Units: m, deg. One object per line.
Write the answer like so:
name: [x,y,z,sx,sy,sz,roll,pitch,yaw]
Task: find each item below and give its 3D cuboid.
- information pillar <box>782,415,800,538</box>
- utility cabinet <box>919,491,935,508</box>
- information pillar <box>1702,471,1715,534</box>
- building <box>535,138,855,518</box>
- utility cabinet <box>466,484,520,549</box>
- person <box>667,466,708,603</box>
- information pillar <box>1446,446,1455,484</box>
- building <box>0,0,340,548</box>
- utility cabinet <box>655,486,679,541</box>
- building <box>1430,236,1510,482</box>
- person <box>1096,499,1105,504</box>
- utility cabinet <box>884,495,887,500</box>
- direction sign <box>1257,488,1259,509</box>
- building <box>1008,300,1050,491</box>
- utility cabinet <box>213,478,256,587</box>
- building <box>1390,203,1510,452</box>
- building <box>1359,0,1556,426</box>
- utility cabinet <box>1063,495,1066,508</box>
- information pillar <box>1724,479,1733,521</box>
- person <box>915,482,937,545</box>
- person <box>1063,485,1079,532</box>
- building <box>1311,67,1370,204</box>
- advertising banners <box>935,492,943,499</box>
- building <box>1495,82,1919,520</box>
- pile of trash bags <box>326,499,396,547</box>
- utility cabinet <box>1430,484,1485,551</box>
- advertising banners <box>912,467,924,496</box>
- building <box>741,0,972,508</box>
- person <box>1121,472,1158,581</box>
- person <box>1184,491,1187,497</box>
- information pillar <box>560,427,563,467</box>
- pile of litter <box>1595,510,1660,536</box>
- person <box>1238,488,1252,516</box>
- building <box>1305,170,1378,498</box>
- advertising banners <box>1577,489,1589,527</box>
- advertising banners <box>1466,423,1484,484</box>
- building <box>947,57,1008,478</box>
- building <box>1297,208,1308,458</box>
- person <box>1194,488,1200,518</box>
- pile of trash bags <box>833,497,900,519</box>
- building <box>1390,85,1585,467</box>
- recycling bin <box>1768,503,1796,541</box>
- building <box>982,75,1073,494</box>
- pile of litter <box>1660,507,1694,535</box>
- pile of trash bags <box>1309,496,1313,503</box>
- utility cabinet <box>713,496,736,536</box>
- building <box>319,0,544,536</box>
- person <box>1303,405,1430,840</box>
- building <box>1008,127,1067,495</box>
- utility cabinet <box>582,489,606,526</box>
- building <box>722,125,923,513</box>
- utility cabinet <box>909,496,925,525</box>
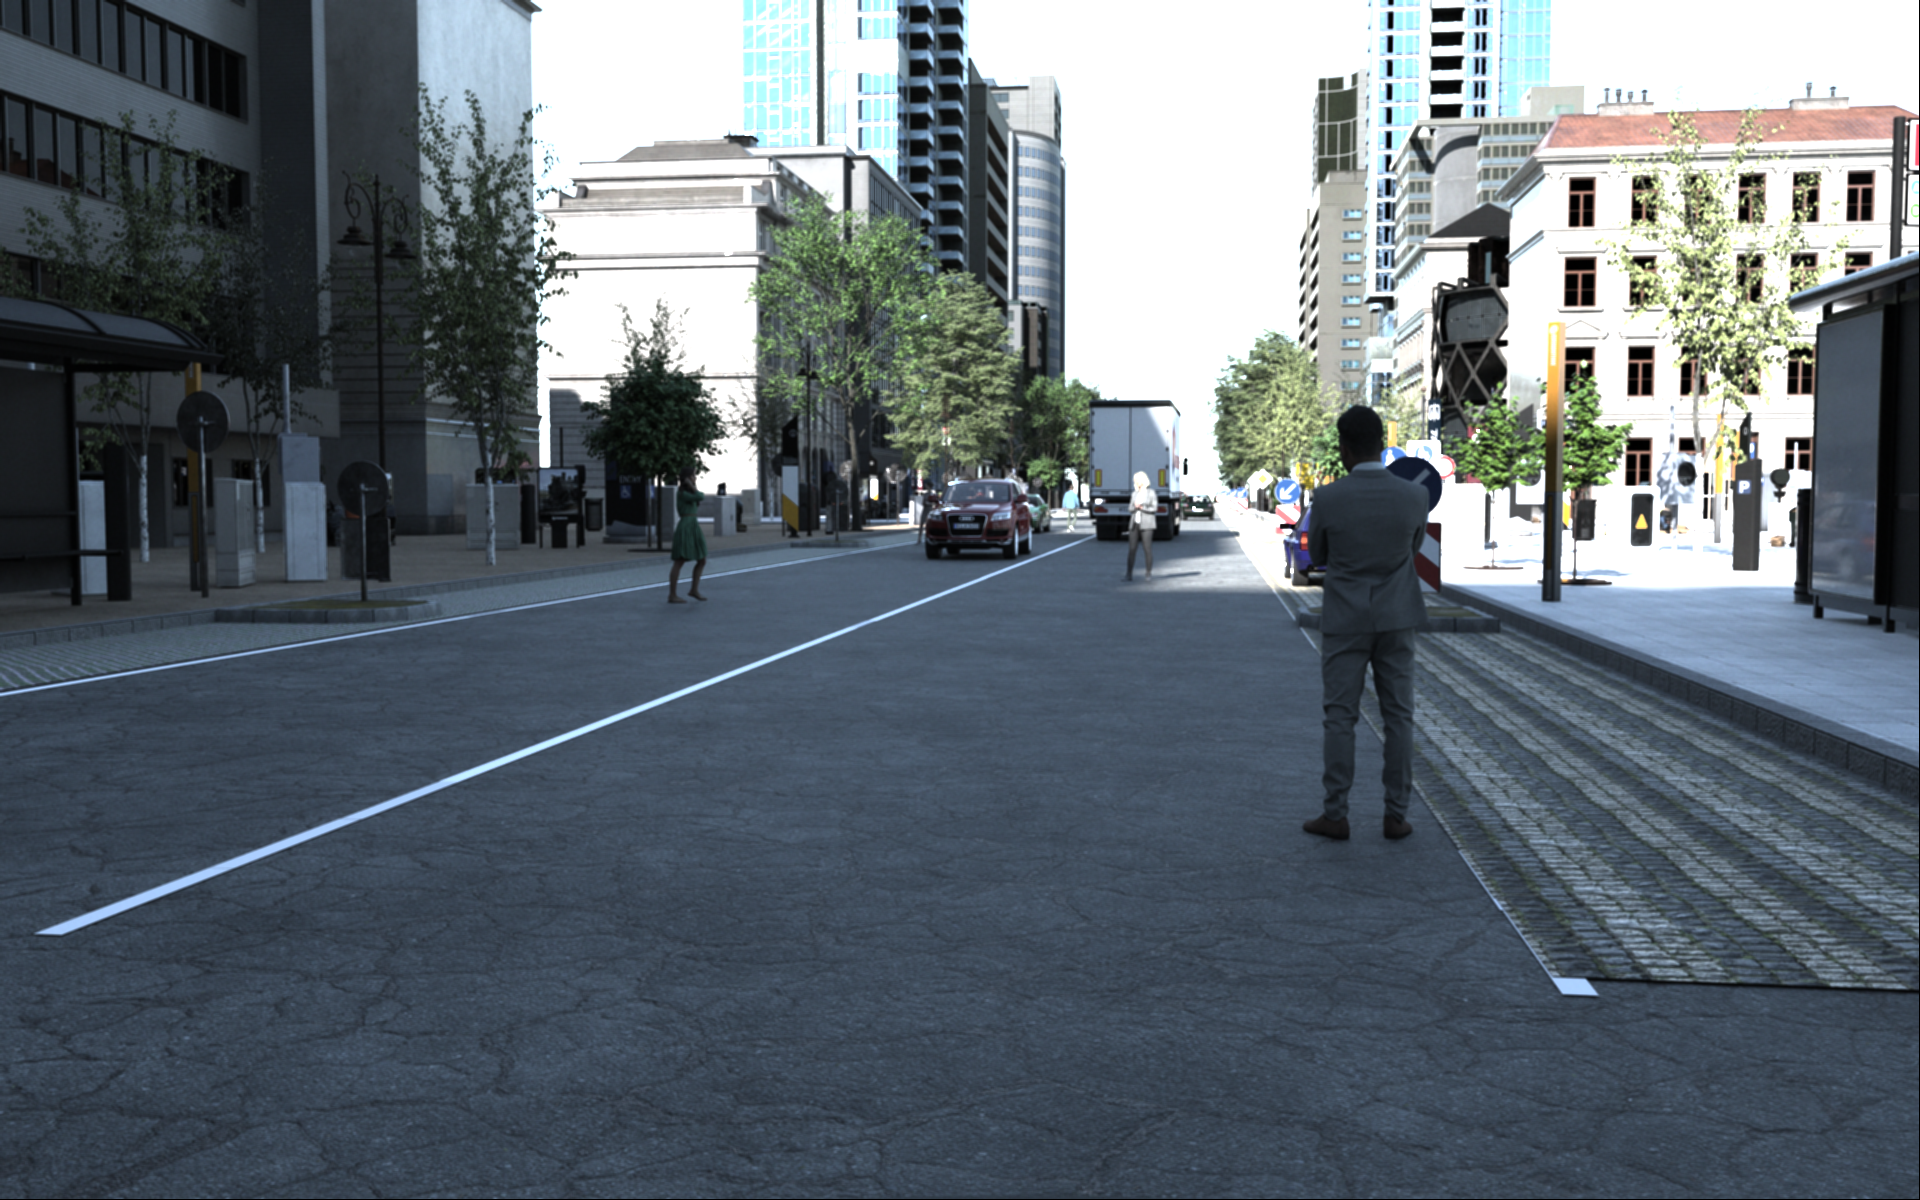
information pillar: [-4.972,-3.641,50.877,0.504,3.616,0.183,0,4,-6]
utility cabinet: [-2.162,-6.137,109.020,1.173,1.500,0.318,-1,4,-10]
information pillar: [24.072,-3.139,55.808,0.304,2.012,0.304,-3,5,-43]
building: [-15.144,-16.114,105.260,13.314,21.916,24.055,0,4,8]
utility cabinet: [-10.739,-1.904,39.810,1.173,1.500,0.318,-1,4,-17]
person: [-3.609,-0.866,22.903,0.529,1.795,0.600,0,4,-5]
information pillar: [21.690,-5.214,76.605,0.183,3.616,0.504,-2,4,-24]
building: [-25.831,-13.104,33.320,14.314,24.678,30.058,0,4,8]
utility cabinet: [-8.193,-2.327,46.719,1.173,1.500,0.318,1,4,15]
building: [41.468,-15.512,121.068,16.820,18.784,16.811,0,4,8]
person: [5.629,-3.769,69.998,0.514,1.842,0.818,2,4,35]
utility cabinet: [-4.945,-6.409,115.947,0.306,1.237,1.020,0,4,-1]
direction sign: [24.832,-9.310,144.210,0.876,3.537,0.379,-3,5,-41]
building: [5.661,-29.695,257.219,14.160,30.474,14.107,0,4,8]
utility cabinet: [-10.062,-0.941,24.072,0.318,1.500,1.173,-1,4,-12]
building: [41.215,-18.997,139.483,11.050,23.489,19.941,0,4,8]
building: [54.842,-54.017,195.846,22.319,86.520,31.000,0,4,8]
utility cabinet: [8.903,-8.755,154.305,1.020,1.237,0.306,0,4,-3]
information pillar: [37.208,-4.849,83.777,0.304,2.012,0.304,-1,4,-14]
person: [-0.946,-2.426,48.504,0.599,1.781,0.374,2,4,34]
person: [4.175,-3.441,65.106,0.601,1.785,0.444,2,4,27]
building: [68.420,-52.425,295.392,20.563,71.187,20.611,0,4,8]
advertising banners: [-1.920,-7.073,111.826,2.074,3.025,0.090,-2,4,-25]
building: [39.690,-15.555,90.477,21.152,22.565,11.583,0,4,8]
pile of trash bags: [-14.903,-2.016,42.717,1.912,1.369,3.447,-1,4,-18]
utility cabinet: [11.162,-1.848,38.891,1.173,1.500,0.318,1,4,18]
advertising banners: [-2.567,-6.606,104.189,0.090,3.025,2.074,1,4,20]
building: [-9.914,-52.477,170.671,22.319,86.520,31.000,0,4,8]
person: [2.997,-1.217,28.578,0.537,1.800,0.526,3,5,42]
person: [22.157,-9.885,170.671,0.434,1.755,0.990,-1,4,-14]
information pillar: [-13.934,-4.237,60.627,0.183,3.616,0.504,-1,4,-12]
pile of litter: [20.361,-2.409,53.349,1.176,0.858,1.719,-3,5,-42]
person: [17.585,-5.996,106.647,0.853,1.813,0.709,0,4,-2]
building: [62.521,-38.524,253.571,21.300,48.544,21.600,0,4,8]
advertising banners: [22.985,-4.154,64.109,0.090,3.025,2.074,2,4,34]
advertising banners: [12.096,-2.876,43.204,2.074,3.025,0.090,1,4,19]
building: [-6.257,-35.115,197.826,21.300,48.544,21.600,0,4,8]
building: [65.015,-39.838,275.055,21.300,48.544,21.600,0,4,8]
person: [14.441,-5.921,105.526,0.478,1.798,0.641,0,4,-7]
pile of trash bags: [-4.860,-4.765,87.664,3.447,1.369,1.912,-1,4,-23]
building: [55.667,-29.208,169.427,32.217,40.220,23.993,0,4,8]
recycling bin: [22.883,-2.160,47.869,0.722,1.027,0.722,-1,4,-13]
building: [9.239,-52.793,301.409,20.563,71.187,20.611,0,4,8]
pile of litter: [22.753,-2.532,55.371,1.719,0.858,1.176,0,4,-6]
pile of trash bags: [28.389,-7.893,138.805,1.912,1.369,3.447,2,4,33]
utility cabinet: [-7.227,-2.578,53.314,0.306,1.237,1.020,1,4,18]
building: [-24.559,-12.812,58.622,18.267,20.994,9.793,0,4,8]
person: [1.708,0.083,7.332,0.511,1.800,0.466,-1,4,-11]
building: [5.405,-44.999,277.728,21.231,58.520,28.212,0,4,8]
utility cabinet: [-14.523,-3.719,69.481,1.173,1.500,0.318,-1,4,-21]
building: [-11.560,-20.507,128.803,14.314,27.812,24.014,0,4,8]
utility cabinet: [-1.664,-3.735,72.234,0.306,1.237,1.020,3,4,39]
